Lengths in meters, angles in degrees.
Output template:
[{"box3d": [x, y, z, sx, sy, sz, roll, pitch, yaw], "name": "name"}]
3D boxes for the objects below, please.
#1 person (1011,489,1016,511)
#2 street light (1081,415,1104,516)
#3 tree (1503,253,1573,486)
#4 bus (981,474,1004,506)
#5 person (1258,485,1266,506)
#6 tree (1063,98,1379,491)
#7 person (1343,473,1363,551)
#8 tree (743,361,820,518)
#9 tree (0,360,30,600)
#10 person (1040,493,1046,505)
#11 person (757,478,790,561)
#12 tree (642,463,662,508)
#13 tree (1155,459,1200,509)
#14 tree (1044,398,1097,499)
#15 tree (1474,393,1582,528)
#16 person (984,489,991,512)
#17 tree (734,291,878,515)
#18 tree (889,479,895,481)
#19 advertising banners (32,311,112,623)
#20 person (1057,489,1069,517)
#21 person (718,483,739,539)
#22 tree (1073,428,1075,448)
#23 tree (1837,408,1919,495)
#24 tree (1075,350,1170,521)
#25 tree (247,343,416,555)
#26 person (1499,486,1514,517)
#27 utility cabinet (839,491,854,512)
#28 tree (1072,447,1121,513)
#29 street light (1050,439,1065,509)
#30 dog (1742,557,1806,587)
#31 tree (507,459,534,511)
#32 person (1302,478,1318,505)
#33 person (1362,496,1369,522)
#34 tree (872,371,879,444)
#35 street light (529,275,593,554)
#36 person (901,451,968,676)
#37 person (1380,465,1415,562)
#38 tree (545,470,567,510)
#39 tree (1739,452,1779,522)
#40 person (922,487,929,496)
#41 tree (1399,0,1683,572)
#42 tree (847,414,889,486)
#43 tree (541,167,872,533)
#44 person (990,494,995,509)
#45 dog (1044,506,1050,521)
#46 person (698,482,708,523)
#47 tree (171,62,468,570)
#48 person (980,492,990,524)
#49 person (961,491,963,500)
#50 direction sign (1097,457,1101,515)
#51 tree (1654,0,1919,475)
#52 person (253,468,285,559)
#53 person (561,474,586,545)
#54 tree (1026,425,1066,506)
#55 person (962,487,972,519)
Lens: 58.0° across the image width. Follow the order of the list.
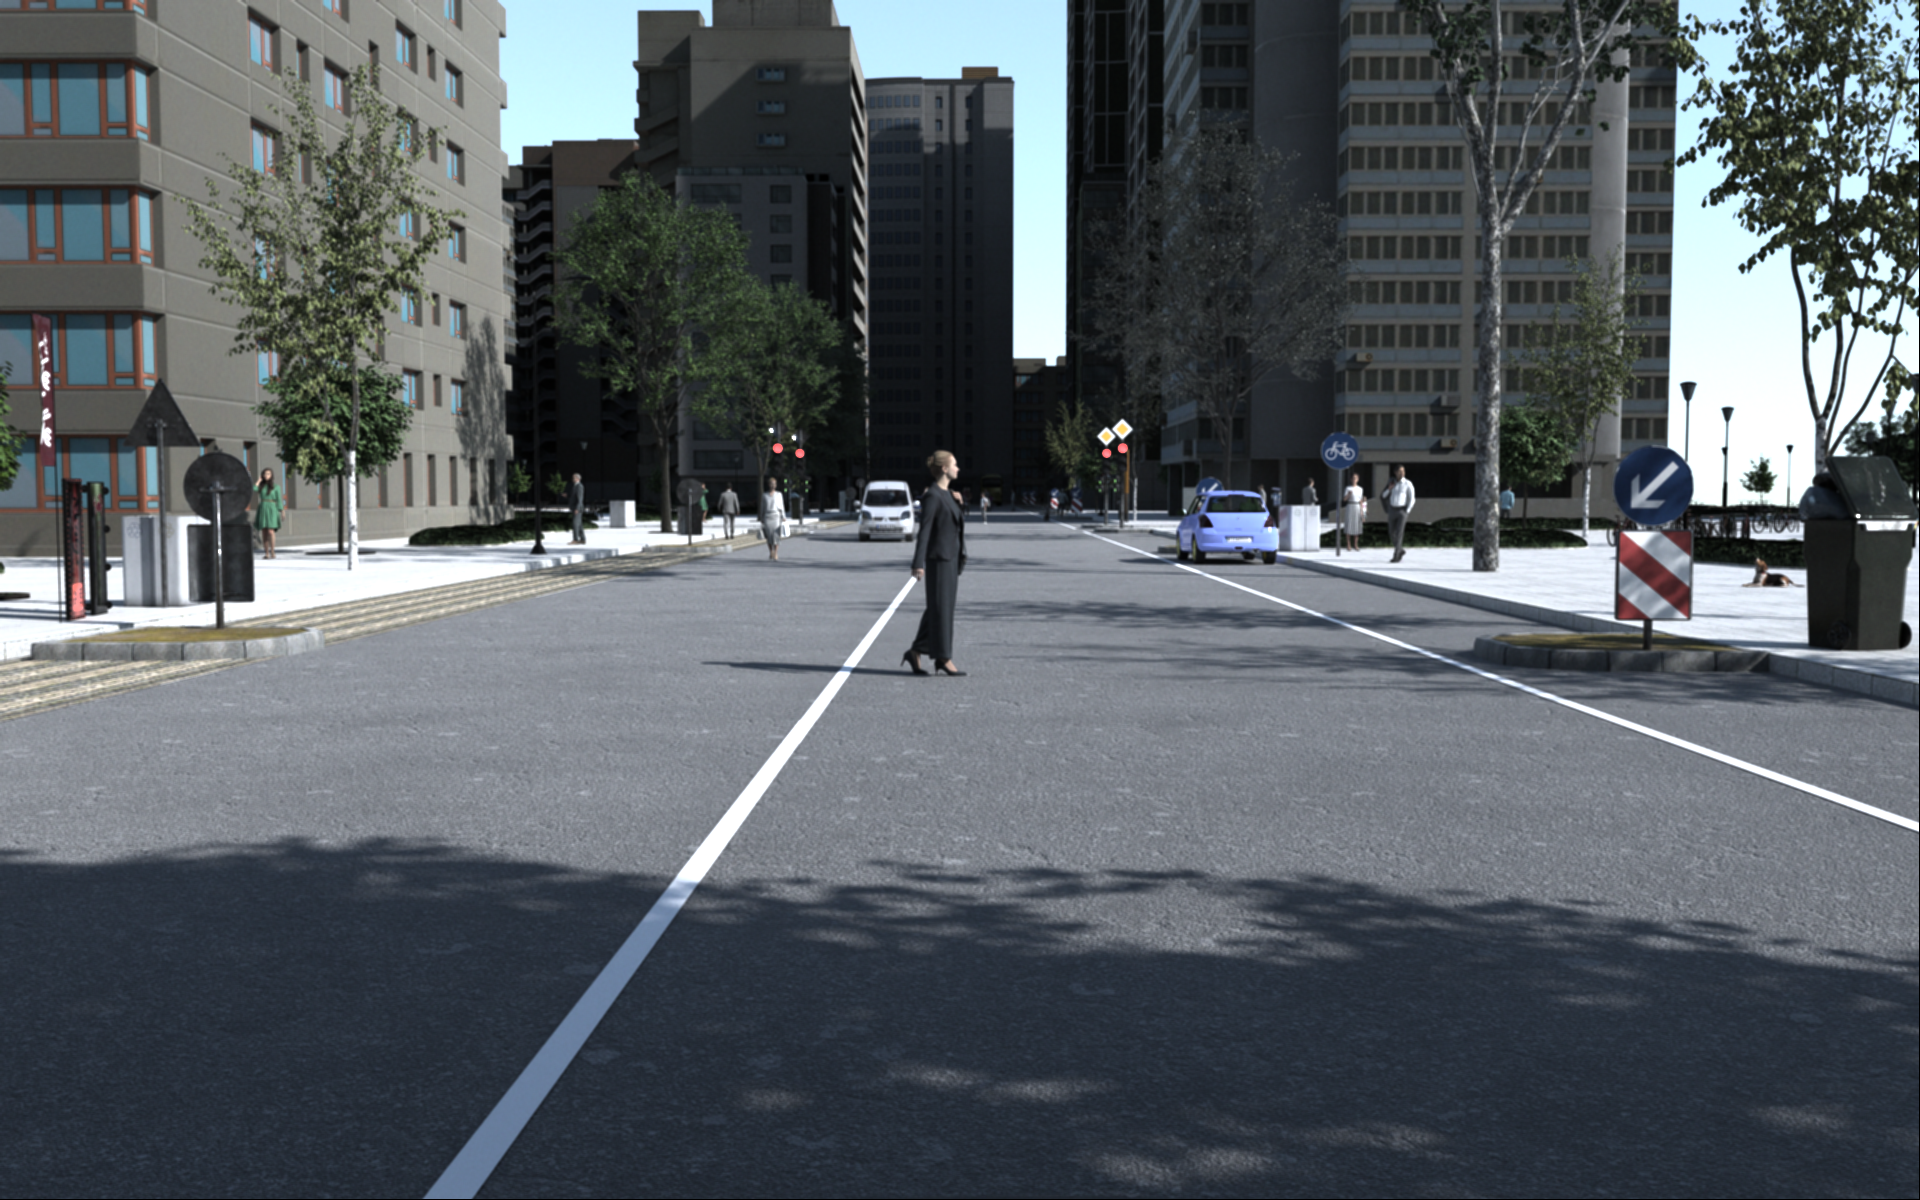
[{"box3d": [4.402, -8.226, 143.102, 0.391, 1.810, 0.635, -1, 4, -9], "name": "person"}, {"box3d": [7.765, -7.874, 101.288, 1.470, 5.913, 1.316, 0, 4, 1], "name": "street light"}, {"box3d": [18.487, -6.170, 51.249, 4.737, 8.622, 4.395, 0, 3, 0], "name": "tree"}, {"box3d": [3.932, -13.434, 211.192, 2.896, 3.916, 12.252, 0, 4, 2], "name": "bus"}, {"box3d": [12.017, -3.698, 69.091, 0.853, 1.813, 0.709, 1, 4, 13], "name": "person"}, {"box3d": [8.291, -8.789, 54.063, 12.009, 13.543, 11.850, 0, 3, 0], "name": "tree"}, {"box3d": [8.879, -1.981, 39.000, 0.480, 1.755, 0.524, -1, 4, -13], "name": "person"}, {"box3d": [-9.322, -8.739, 93.237, 4.737, 8.622, 4.395, 0, 3, 0], "name": "tree"}, {"box3d": [-11.968, -1.630, 21.253, 1.663, 3.219, 1.824, 0, 3, 0], "name": "tree"}, {"box3d": [9.823, -12.099, 207.115, 1.065, 1.426, 0.557, 1, 4, 17], "name": "person"}, {"box3d": [-4.005, -1.744, 37.360, 0.694, 1.780, 0.624, 1, 4, 15], "name": "person"}, {"box3d": [-18.561, -6.796, 105.718, 1.663, 3.219, 1.824, 0, 3, 0], "name": "tree"}, {"box3d": [14.689, -8.032, 115.032, 4.285, 4.588, 4.351, 0, 3, 0], "name": "tree"}, {"box3d": [8.499, -11.120, 132.181, 4.737, 8.622, 4.395, 0, 3, 0], "name": "tree"}, {"box3d": [18.313, -4.423, 56.037, 4.285, 4.588, 4.351, 0, 3, 0], "name": "tree"}, {"box3d": [2.156, -7.871, 136.989, 0.447, 1.846, 0.655, -3, 5, -45], "name": "person"}, {"box3d": [-9.569, -12.215, 106.374, 9.857, 13.997, 8.962, 0, 3, 0], "name": "tree"}, {"box3d": [-7.897, -12.606, 200.717, 1.663, 3.219, 1.824, 0, 3, 0], "name": "tree"}, {"box3d": [-9.056, -1.314, 17.675, 0.090, 3.025, 2.074, -1, 4, -10], "name": "advertising banners"}, {"box3d": [6.382, -5.998, 107.058, 0.782, 1.767, 0.515, 0, 4, 7], "name": "person"}, {"box3d": [-7.331, -2.820, 54.886, 0.678, 1.792, 0.850, 0, 4, -6], "name": "person"}, {"box3d": [9.549, -9.989, 113.686, 4.360, 8.622, 3.978, 0, 3, 0], "name": "tree"}, {"box3d": [63.699, -9.199, 113.309, 11.467, 7.101, 20.602, 0, 4, -2], "name": "tree"}, {"box3d": [8.376, -8.167, 83.899, 4.360, 8.622, 3.978, 0, 3, 0], "name": "tree"}, {"box3d": [-13.374, -3.262, 37.051, 4.285, 4.588, 4.351, 0, 3, 0], "name": "tree"}, {"box3d": [20.954, -3.550, 66.566, 0.660, 1.820, 0.620, 3, 4, 36], "name": "person"}, {"box3d": [-8.038, -6.983, 122.845, 1.173, 1.500, 0.318, 3, 4, 38], "name": "utility cabinet"}, {"box3d": [9.452, -8.358, 120.361, 4.285, 4.588, 4.351, 0, 3, 0], "name": "tree"}, {"box3d": [8.274, -10.698, 147.447, 1.470, 5.913, 1.316, 0, 4, 1], "name": "street light"}, {"box3d": [11.269, -0.381, 23.968, 0.748, 0.427, 0.550, 3, 4, 38], "name": "dog"}, {"box3d": [-24.488, -6.196, 95.904, 1.663, 3.219, 1.824, 0, 3, 0], "name": "tree"}, {"box3d": [11.424, -3.061, 56.293, 0.583, 1.804, 0.606, -2, 4, -35], "name": "person"}, {"box3d": [13.714, -2.937, 59.074, 0.505, 1.210, 0.382, -3, 5, -40], "name": "person"}, {"box3d": [-9.187, -9.467, 80.538, 9.928, 11.665, 9.643, 0, 3, 0], "name": "tree"}, {"box3d": [-8.484, -3.936, 36.890, 1.470, 5.913, 1.316, 0, 4, 1], "name": "street light"}, {"box3d": [-0.198, -0.289, 13.649, 0.534, 1.772, 0.576, 0, 4, -3], "name": "person"}, {"box3d": [8.248, -1.625, 32.708, 0.679, 1.850, 0.850, 2, 4, 35], "name": "person"}, {"box3d": [-32.483, -8.899, 140.095, 1.663, 3.219, 1.824, 0, 3, 0], "name": "tree"}, {"box3d": [37.172, -5.240, 80.279, 1.663, 3.219, 1.824, 0, 3, 0], "name": "tree"}, {"box3d": [-1.463, -4.326, 79.821, 0.643, 1.750, 0.593, 0, 4, 6], "name": "person"}, {"box3d": [9.863, -10.478, 27.208, 12.611, 20.169, 13.585, 0, 3, 0], "name": "tree"}, {"box3d": [-8.052, -12.192, 149.701, 4.360, 8.622, 3.978, 0, 3, 0], "name": "tree"}, {"box3d": [-9.822, -8.002, 56.595, 9.928, 11.665, 9.643, 0, 3, 0], "name": "tree"}, {"box3d": [2.950, -9.362, 164.794, 0.991, 1.433, 0.599, 1, 4, 16], "name": "person"}, {"box3d": [4.691, -4.576, 91.654, 0.513, 0.831, 0.800, 3, 4, 37], "name": "dog"}, {"box3d": [-11.438, -4.307, 76.709, 0.529, 1.795, 0.600, -1, 4, -17], "name": "person"}, {"box3d": [-10.492, -4.808, 28.976, 4.737, 8.622, 4.395, 0, 3, 0], "name": "tree"}, {"box3d": [1.162, -4.409, 83.186, 0.503, 1.515, 0.523, 2, 4, 28], "name": "person"}, {"box3d": [0.134, -10.385, 179.014, 0.721, 1.743, 1.217, -1, 4, -9], "name": "person"}, {"box3d": [8.433, -6.868, 104.284, 0.379, 3.537, 0.876, 0, 4, 6], "name": "direction sign"}, {"box3d": [8.803, -4.091, 17.244, 4.737, 8.622, 4.395, 0, 3, 0], "name": "tree"}, {"box3d": [-13.621, -1.703, 34.134, 0.600, 1.795, 0.529, -1, 4, -20], "name": "person"}, {"box3d": [-9.847, -2.321, 44.175, 0.590, 1.801, 0.661, -1, 4, -21], "name": "person"}, {"box3d": [9.003, -14.010, 179.426, 4.360, 8.622, 3.978, 0, 3, 0], "name": "tree"}, {"box3d": [0.360, -5.610, 100.192, 0.573, 1.828, 0.580, 2, 4, 31], "name": "person"}]
